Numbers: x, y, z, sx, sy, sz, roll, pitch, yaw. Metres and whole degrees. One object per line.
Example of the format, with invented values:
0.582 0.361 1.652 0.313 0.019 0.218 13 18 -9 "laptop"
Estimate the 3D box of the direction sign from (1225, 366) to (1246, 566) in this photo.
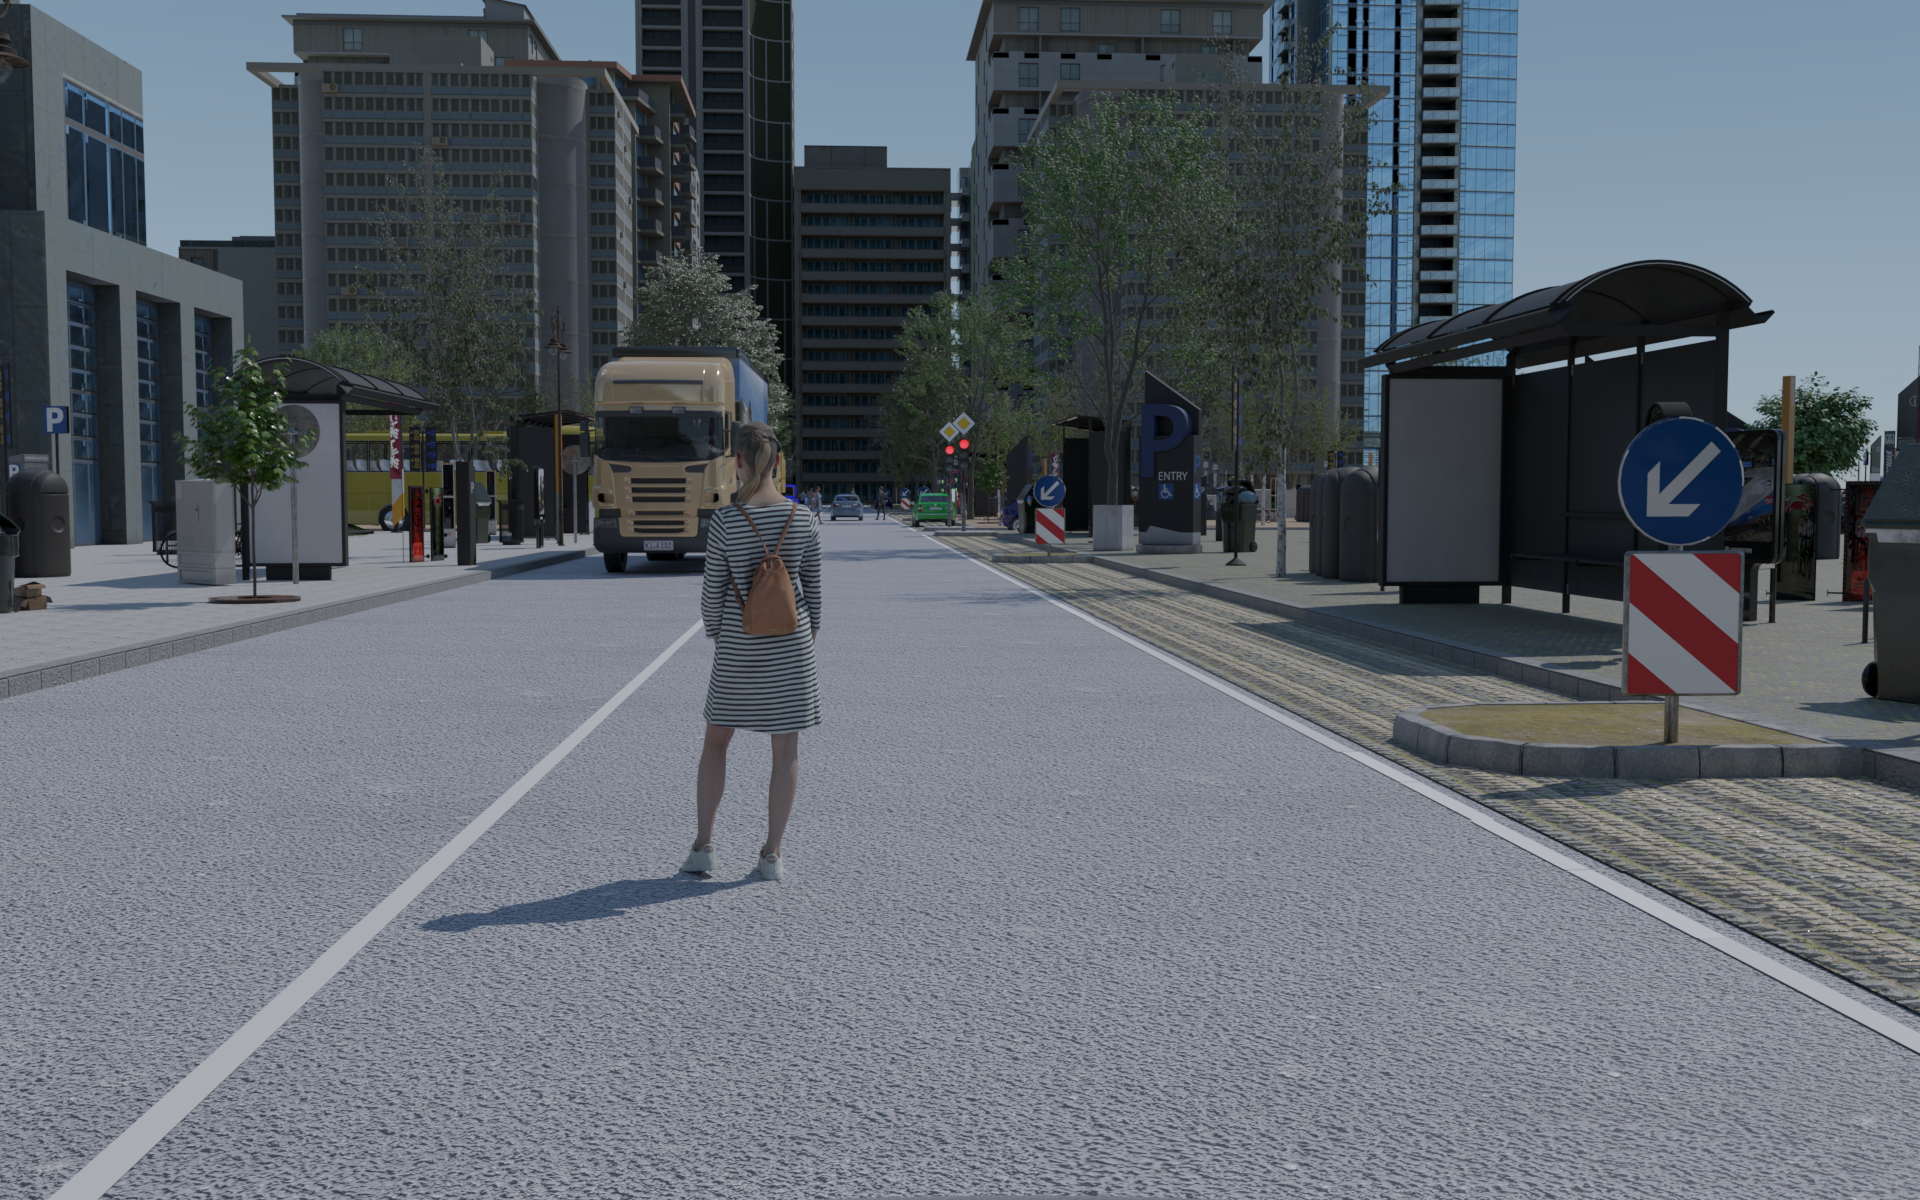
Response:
4.949 -2.384 30.981 0.379 3.537 0.876 1 4 20 "direction sign"

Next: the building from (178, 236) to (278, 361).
-79.539 -26.099 198.424 14.107 30.474 14.160 0 4 -4 "building"

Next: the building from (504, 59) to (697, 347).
-38.707 -32.002 177.860 22.147 44.769 28.867 0 4 -4 "building"

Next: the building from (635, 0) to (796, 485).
-33.374 -49.050 240.218 20.611 71.187 20.563 0 4 -4 "building"

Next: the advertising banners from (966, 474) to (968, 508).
0.411 -5.868 92.125 0.090 3.025 2.074 0 4 4 "advertising banners"

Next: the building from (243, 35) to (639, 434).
-41.734 -28.102 151.354 32.217 40.220 23.993 0 4 -4 "building"

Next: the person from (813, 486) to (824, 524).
-6.816 -4.511 82.347 0.778 1.811 0.616 2 4 26 "person"

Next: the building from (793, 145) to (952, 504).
-12.422 -37.931 243.877 21.600 48.544 21.300 0 4 -4 "building"

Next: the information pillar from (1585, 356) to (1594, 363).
10.591 -2.291 28.810 0.504 3.616 0.183 2 4 32 "information pillar"

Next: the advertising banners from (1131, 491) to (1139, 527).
7.500 -4.350 67.310 2.074 3.025 0.090 -1 4 -14 "advertising banners"

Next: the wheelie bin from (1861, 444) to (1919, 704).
6.047 -0.171 10.697 0.693 1.594 0.980 -1 4 -21 "wheelie bin"

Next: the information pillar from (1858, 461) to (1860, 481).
62.597 -7.908 120.657 0.183 3.616 0.504 2 4 35 "information pillar"

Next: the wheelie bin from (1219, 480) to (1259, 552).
6.171 -1.854 38.219 0.980 1.594 0.693 3 5 44 "wheelie bin"

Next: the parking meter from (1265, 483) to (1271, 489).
15.820 -5.086 88.870 0.255 1.863 0.399 -2 4 -35 "parking meter"

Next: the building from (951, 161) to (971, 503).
13.505 -38.350 246.630 30.456 49.044 23.786 0 4 -4 "building"

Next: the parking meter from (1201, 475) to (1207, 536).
7.383 -2.914 53.355 0.399 1.863 0.255 -1 4 -22 "parking meter"

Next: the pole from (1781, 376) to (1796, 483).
14.290 -2.208 29.946 0.158 3.312 0.155 0 3 0 "pole"

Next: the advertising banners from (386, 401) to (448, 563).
-10.194 -2.220 32.477 0.090 3.025 2.074 1 4 13 "advertising banners"

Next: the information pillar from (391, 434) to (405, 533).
-18.560 -4.023 57.133 0.504 3.616 0.183 2 4 28 "information pillar"

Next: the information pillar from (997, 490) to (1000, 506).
2.680 -7.348 124.634 0.304 2.012 0.304 -3 5 -39 "information pillar"

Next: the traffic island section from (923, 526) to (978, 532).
-0.392 -2.756 67.341 2.009 0.180 2.903 0 4 -4 "traffic island section"

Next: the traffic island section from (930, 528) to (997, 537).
0.148 -2.269 59.374 2.009 0.180 2.903 0 4 -4 "traffic island section"

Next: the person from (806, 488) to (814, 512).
-10.439 -6.844 120.197 0.655 1.846 0.447 -1 4 -12 "person"

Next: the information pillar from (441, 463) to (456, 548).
-12.144 -2.241 41.129 0.304 2.012 0.304 -1 4 -17 "information pillar"

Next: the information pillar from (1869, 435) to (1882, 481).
36.554 -4.760 69.184 0.504 3.616 0.183 -1 4 -19 "information pillar"

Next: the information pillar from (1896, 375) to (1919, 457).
18.310 -2.571 33.383 0.183 3.616 0.504 -3 4 -37 "information pillar"

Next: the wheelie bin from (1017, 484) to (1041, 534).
2.262 -2.975 56.549 0.693 1.594 0.980 -1 4 -19 "wheelie bin"

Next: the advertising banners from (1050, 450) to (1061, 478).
4.274 -4.380 67.806 0.090 3.025 2.074 -3 5 -43 "advertising banners"

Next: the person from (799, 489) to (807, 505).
-13.327 -8.475 147.044 1.348 1.826 0.705 3 4 36 "person"

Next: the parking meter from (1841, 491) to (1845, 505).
52.191 -5.734 102.161 0.372 1.533 0.369 0 3 0 "parking meter"

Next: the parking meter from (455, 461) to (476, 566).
-8.878 -1.555 31.131 0.255 1.863 0.399 0 4 1 "parking meter"

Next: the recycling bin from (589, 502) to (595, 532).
-12.749 -2.789 58.153 0.722 1.027 0.722 1 4 20 "recycling bin"

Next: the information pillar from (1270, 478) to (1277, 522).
14.442 -4.581 79.395 0.304 2.012 0.304 -3 5 -43 "information pillar"

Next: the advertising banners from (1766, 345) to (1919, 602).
10.736 -1.488 20.525 2.074 3.025 0.090 1 4 23 "advertising banners"

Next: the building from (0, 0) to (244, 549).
-36.356 -44.357 37.909 31.000 86.520 22.319 0 4 -4 "building"

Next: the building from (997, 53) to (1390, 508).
19.592 -28.458 157.176 32.217 40.220 23.993 0 4 -4 "building"

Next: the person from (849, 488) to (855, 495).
-7.330 -6.734 118.560 0.622 1.834 0.822 2 4 27 "person"

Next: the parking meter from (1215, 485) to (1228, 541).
7.148 -2.369 47.140 0.372 1.533 0.369 0 3 0 "parking meter"

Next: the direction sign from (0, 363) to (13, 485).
-16.665 -2.341 30.274 0.379 3.537 0.876 -3 5 -40 "direction sign"

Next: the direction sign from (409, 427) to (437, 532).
-18.068 -4.057 58.321 0.876 3.537 0.379 -2 4 -28 "direction sign"

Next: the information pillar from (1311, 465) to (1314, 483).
28.380 -9.061 139.502 0.183 3.616 0.504 0 4 -2 "information pillar"

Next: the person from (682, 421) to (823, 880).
-0.751 0.185 6.478 0.512 1.701 0.522 -2 4 -23 "person"

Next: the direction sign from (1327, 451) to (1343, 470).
19.667 -6.045 90.826 0.876 3.537 0.379 -1 4 -12 "direction sign"

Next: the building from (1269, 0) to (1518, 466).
50.444 -54.370 201.613 31.000 86.520 22.319 0 4 -4 "building"

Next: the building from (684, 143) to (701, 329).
-37.401 -31.661 201.259 14.086 41.232 14.154 0 4 -4 "building"

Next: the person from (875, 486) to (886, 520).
-4.359 -5.302 94.966 0.659 1.850 0.755 -3 4 -39 "person"

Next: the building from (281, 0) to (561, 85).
-58.321 -36.884 192.288 27.495 52.752 28.713 0 4 -4 "building"

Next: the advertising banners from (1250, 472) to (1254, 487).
23.951 -8.751 139.269 2.074 3.025 0.090 -3 5 -42 "advertising banners"

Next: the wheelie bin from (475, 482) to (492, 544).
-12.641 -2.267 44.968 0.693 1.594 0.980 2 4 25 "wheelie bin"

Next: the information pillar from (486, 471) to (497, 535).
-14.658 -3.038 54.168 0.304 2.012 0.304 -1 4 -11 "information pillar"

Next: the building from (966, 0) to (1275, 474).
15.923 -36.281 182.424 28.713 52.752 27.495 0 4 -4 "building"

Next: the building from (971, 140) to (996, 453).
8.203 -31.771 203.054 14.154 41.232 14.086 0 4 -4 "building"

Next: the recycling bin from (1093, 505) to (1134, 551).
3.488 -1.642 39.398 0.722 1.027 0.722 2 4 29 "recycling bin"
